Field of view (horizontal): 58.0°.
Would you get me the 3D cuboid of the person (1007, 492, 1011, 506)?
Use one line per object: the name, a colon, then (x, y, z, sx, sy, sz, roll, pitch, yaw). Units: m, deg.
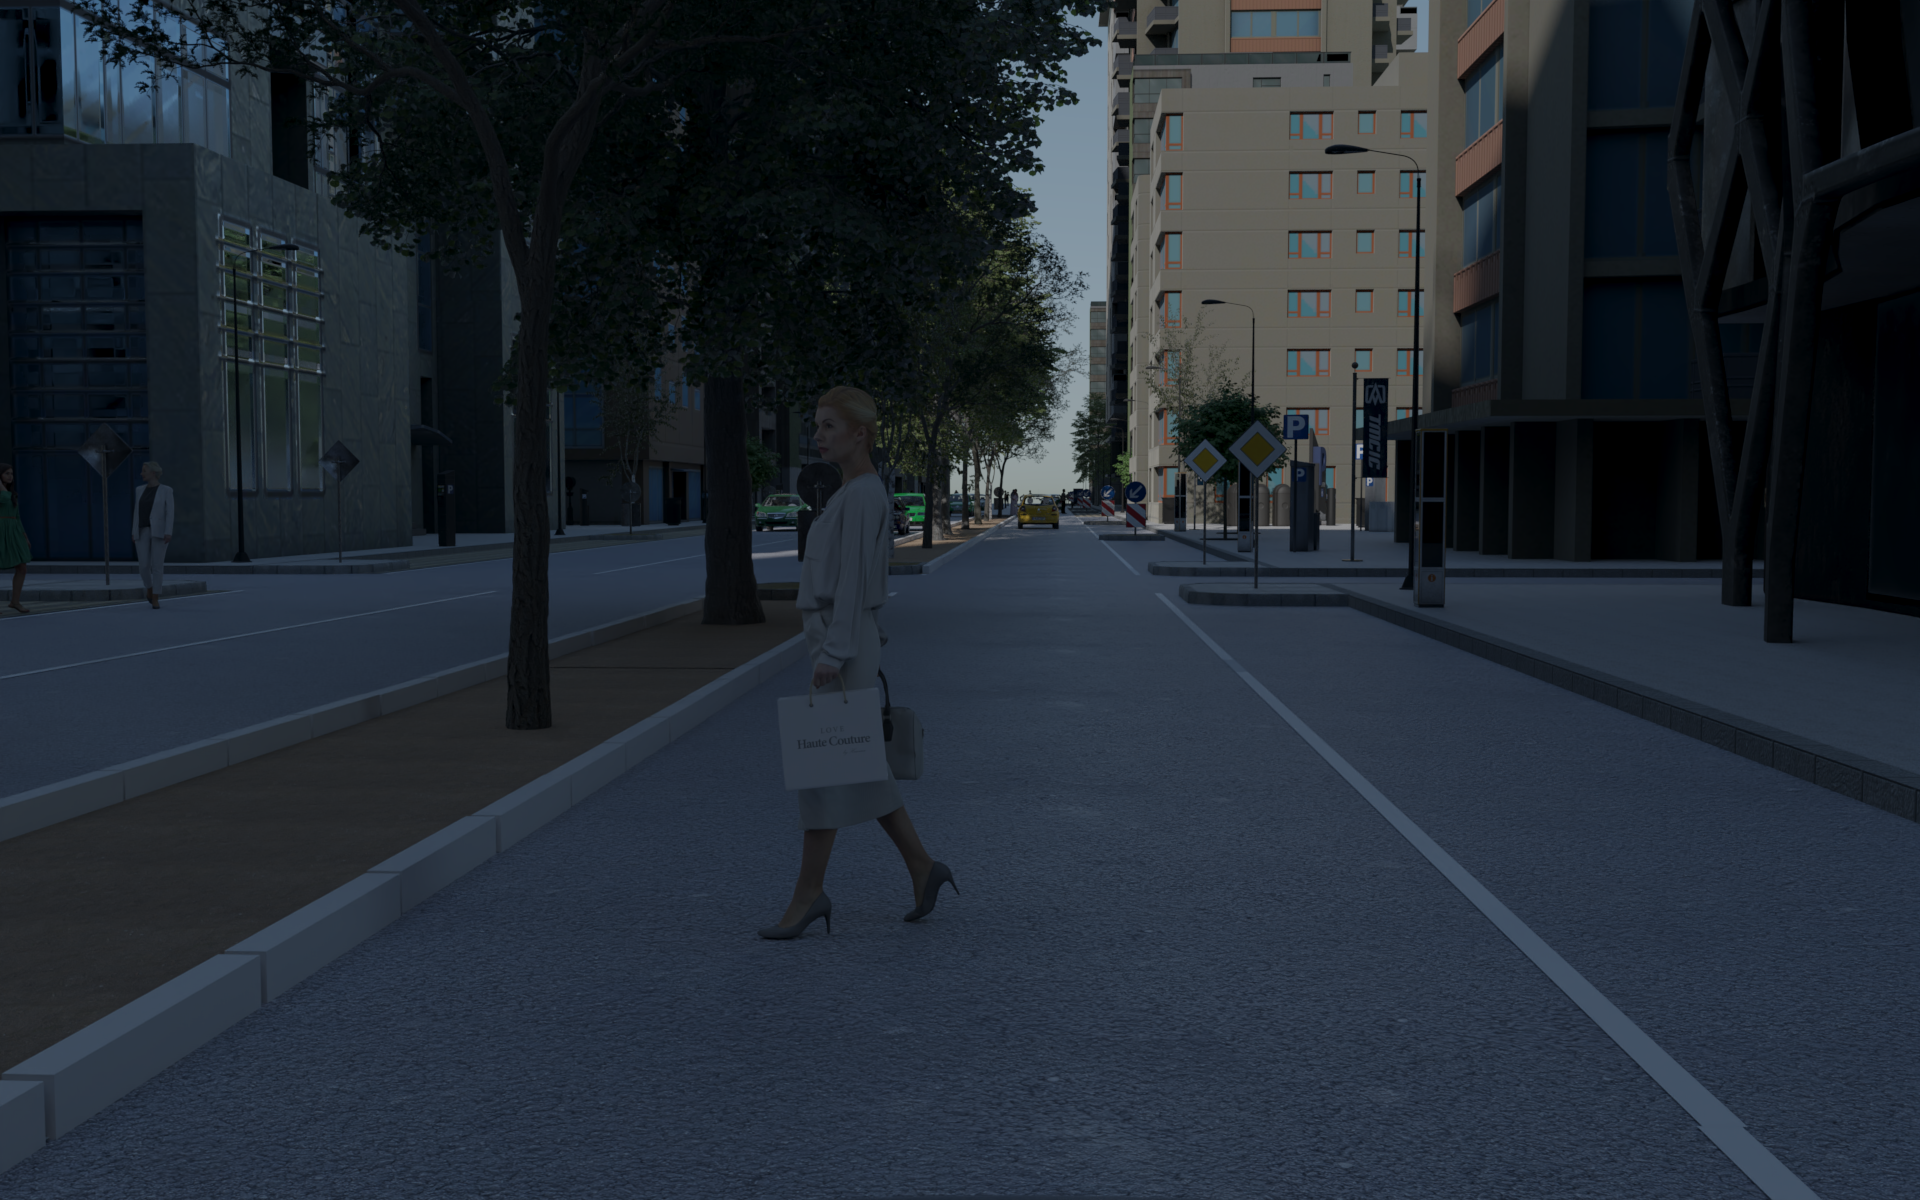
person: (5.659, -12.112, 207.360, 0.721, 1.723, 1.217, 3, 5, 42)

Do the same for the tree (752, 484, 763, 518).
tree: (-11.072, -5.964, 92.120, 1.663, 3.219, 1.824, 0, 3, 0)

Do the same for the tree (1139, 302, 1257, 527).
tree: (8.926, -7.118, 66.740, 4.360, 8.622, 3.978, 0, 3, 0)

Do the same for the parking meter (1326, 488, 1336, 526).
parking meter: (14.995, -3.766, 69.977, 0.372, 1.533, 0.369, 0, 3, 0)

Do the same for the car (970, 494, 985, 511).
car: (1.290, -7.183, 129.239, 2.131, 1.459, 4.920, 0, 4, 1)

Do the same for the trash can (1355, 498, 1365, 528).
trash can: (15.416, -3.326, 66.039, 0.748, 1.137, 0.748, 0, 3, 0)

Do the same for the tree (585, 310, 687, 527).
tree: (-12.706, -7.162, 67.466, 4.360, 8.622, 3.978, 0, 3, 0)

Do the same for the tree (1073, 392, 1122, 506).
tree: (15.429, -16.748, 191.949, 7.486, 12.596, 7.792, 0, 3, 0)

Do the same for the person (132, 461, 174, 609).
person: (-10.181, -0.825, 21.867, 0.514, 1.842, 0.818, -1, 4, -19)

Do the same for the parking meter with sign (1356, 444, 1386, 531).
parking meter with sign: (14.497, -3.918, 60.323, 1.738, 3.016, 0.543, -3, 5, -39)

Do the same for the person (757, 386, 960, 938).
person: (-0.326, 0.197, 5.633, 0.624, 1.780, 0.694, 0, 4, 7)

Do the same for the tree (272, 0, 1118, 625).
tree: (-2.503, -6.698, 18.628, 9.857, 13.997, 8.962, 0, 3, 0)

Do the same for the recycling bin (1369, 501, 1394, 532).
recycling bin: (14.441, -2.845, 59.070, 0.722, 1.027, 0.722, -3, 5, -44)

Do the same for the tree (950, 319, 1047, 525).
tree: (0.744, -9.366, 81.346, 9.928, 11.665, 9.643, 0, 3, 0)

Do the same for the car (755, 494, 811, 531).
car: (-6.887, -3.439, 68.020, 2.131, 1.459, 4.920, 0, 4, 2)

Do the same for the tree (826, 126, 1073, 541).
tree: (-0.634, -8.054, 52.259, 7.486, 12.596, 7.792, 0, 3, 0)

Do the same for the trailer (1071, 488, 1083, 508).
trailer: (11.994, -10.338, 176.081, 1.471, 1.999, 3.904, 0, 4, 2)

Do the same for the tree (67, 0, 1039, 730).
tree: (-2.677, -4.468, 9.916, 8.767, 10.594, 7.601, 0, 4, 3)

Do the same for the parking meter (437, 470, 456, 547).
parking meter: (-12.551, -2.238, 42.308, 0.255, 1.863, 0.399, 2, 4, 25)

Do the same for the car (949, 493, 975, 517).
car: (-0.018, -6.215, 110.403, 1.959, 1.807, 4.718, 0, 4, 3)

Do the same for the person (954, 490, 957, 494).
person: (-0.332, -9.278, 160.328, 0.705, 1.807, 1.348, 3, 5, 42)

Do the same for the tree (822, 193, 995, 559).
tree: (-1.566, -5.242, 38.523, 4.737, 8.622, 4.395, 0, 3, 0)

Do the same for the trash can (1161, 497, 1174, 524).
trash can: (8.943, -3.812, 73.983, 0.748, 1.137, 0.748, 0, 3, 0)

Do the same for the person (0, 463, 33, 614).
person: (-11.365, -0.724, 20.588, 0.529, 1.795, 0.600, 0, 4, 2)

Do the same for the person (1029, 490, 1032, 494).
person: (6.702, -9.626, 165.964, 0.705, 1.814, 1.350, -3, 5, -44)

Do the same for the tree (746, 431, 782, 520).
tree: (-10.824, -6.361, 87.718, 4.285, 4.588, 4.351, 0, 3, 0)

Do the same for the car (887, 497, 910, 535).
car: (-2.726, -3.004, 61.701, 1.945, 1.354, 3.894, 0, 4, 2)

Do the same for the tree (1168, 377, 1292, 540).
tree: (7.531, -3.961, 48.474, 4.285, 4.588, 4.351, 0, 3, 0)

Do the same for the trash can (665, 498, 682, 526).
trash can: (-11.664, -3.596, 70.455, 0.748, 1.137, 0.748, 0, 3, 0)

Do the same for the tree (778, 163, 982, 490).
tree: (-1.508, -4.945, 33.672, 4.360, 8.622, 3.978, 0, 3, 0)

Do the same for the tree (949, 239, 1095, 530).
tree: (0.192, -9.589, 69.612, 12.009, 13.543, 11.850, 0, 3, 0)

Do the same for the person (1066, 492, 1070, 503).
person: (15.297, -14.355, 243.735, 0.617, 1.759, 0.750, 3, 5, 39)

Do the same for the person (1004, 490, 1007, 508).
person: (4.528, -10.140, 174.309, 0.705, 1.822, 1.348, 0, 4, -2)

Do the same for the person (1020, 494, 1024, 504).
person: (8.801, -14.272, 245.029, 0.628, 1.438, 0.799, 3, 5, 39)

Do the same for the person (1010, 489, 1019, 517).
person: (3.413, -6.117, 109.185, 0.621, 1.740, 0.551, 3, 4, 37)

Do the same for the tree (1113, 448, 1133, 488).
tree: (11.293, -7.657, 108.898, 4.285, 4.588, 4.351, 0, 3, 0)

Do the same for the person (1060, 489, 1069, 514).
person: (7.594, -7.196, 126.165, 0.705, 1.823, 1.348, -1, 4, -22)

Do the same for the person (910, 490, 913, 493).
person: (-3.764, -7.890, 138.291, 0.721, 1.735, 1.217, -3, 4, -37)

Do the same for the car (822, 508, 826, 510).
car: (-5.640, -4.396, 81.469, 1.945, 1.707, 3.694, 0, 4, 2)

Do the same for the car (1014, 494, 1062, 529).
car: (3.251, -3.797, 72.303, 2.015, 1.641, 3.980, 0, 4, 1)

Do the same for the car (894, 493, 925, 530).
car: (-2.040, -3.640, 68.315, 1.959, 1.807, 4.718, 0, 4, 2)

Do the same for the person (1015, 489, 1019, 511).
person: (4.051, -7.234, 126.715, 0.705, 1.831, 1.348, -1, 4, -20)

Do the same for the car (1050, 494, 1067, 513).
car: (7.112, -7.411, 132.974, 2.131, 1.459, 4.920, 0, 4, 4)

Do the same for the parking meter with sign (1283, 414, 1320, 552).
parking meter with sign: (7.689, -2.599, 38.759, 0.543, 3.016, 1.738, 2, 4, 23)

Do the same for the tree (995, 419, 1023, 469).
tree: (1.682, -8.818, 97.001, 4.737, 8.622, 4.395, 0, 3, 0)
